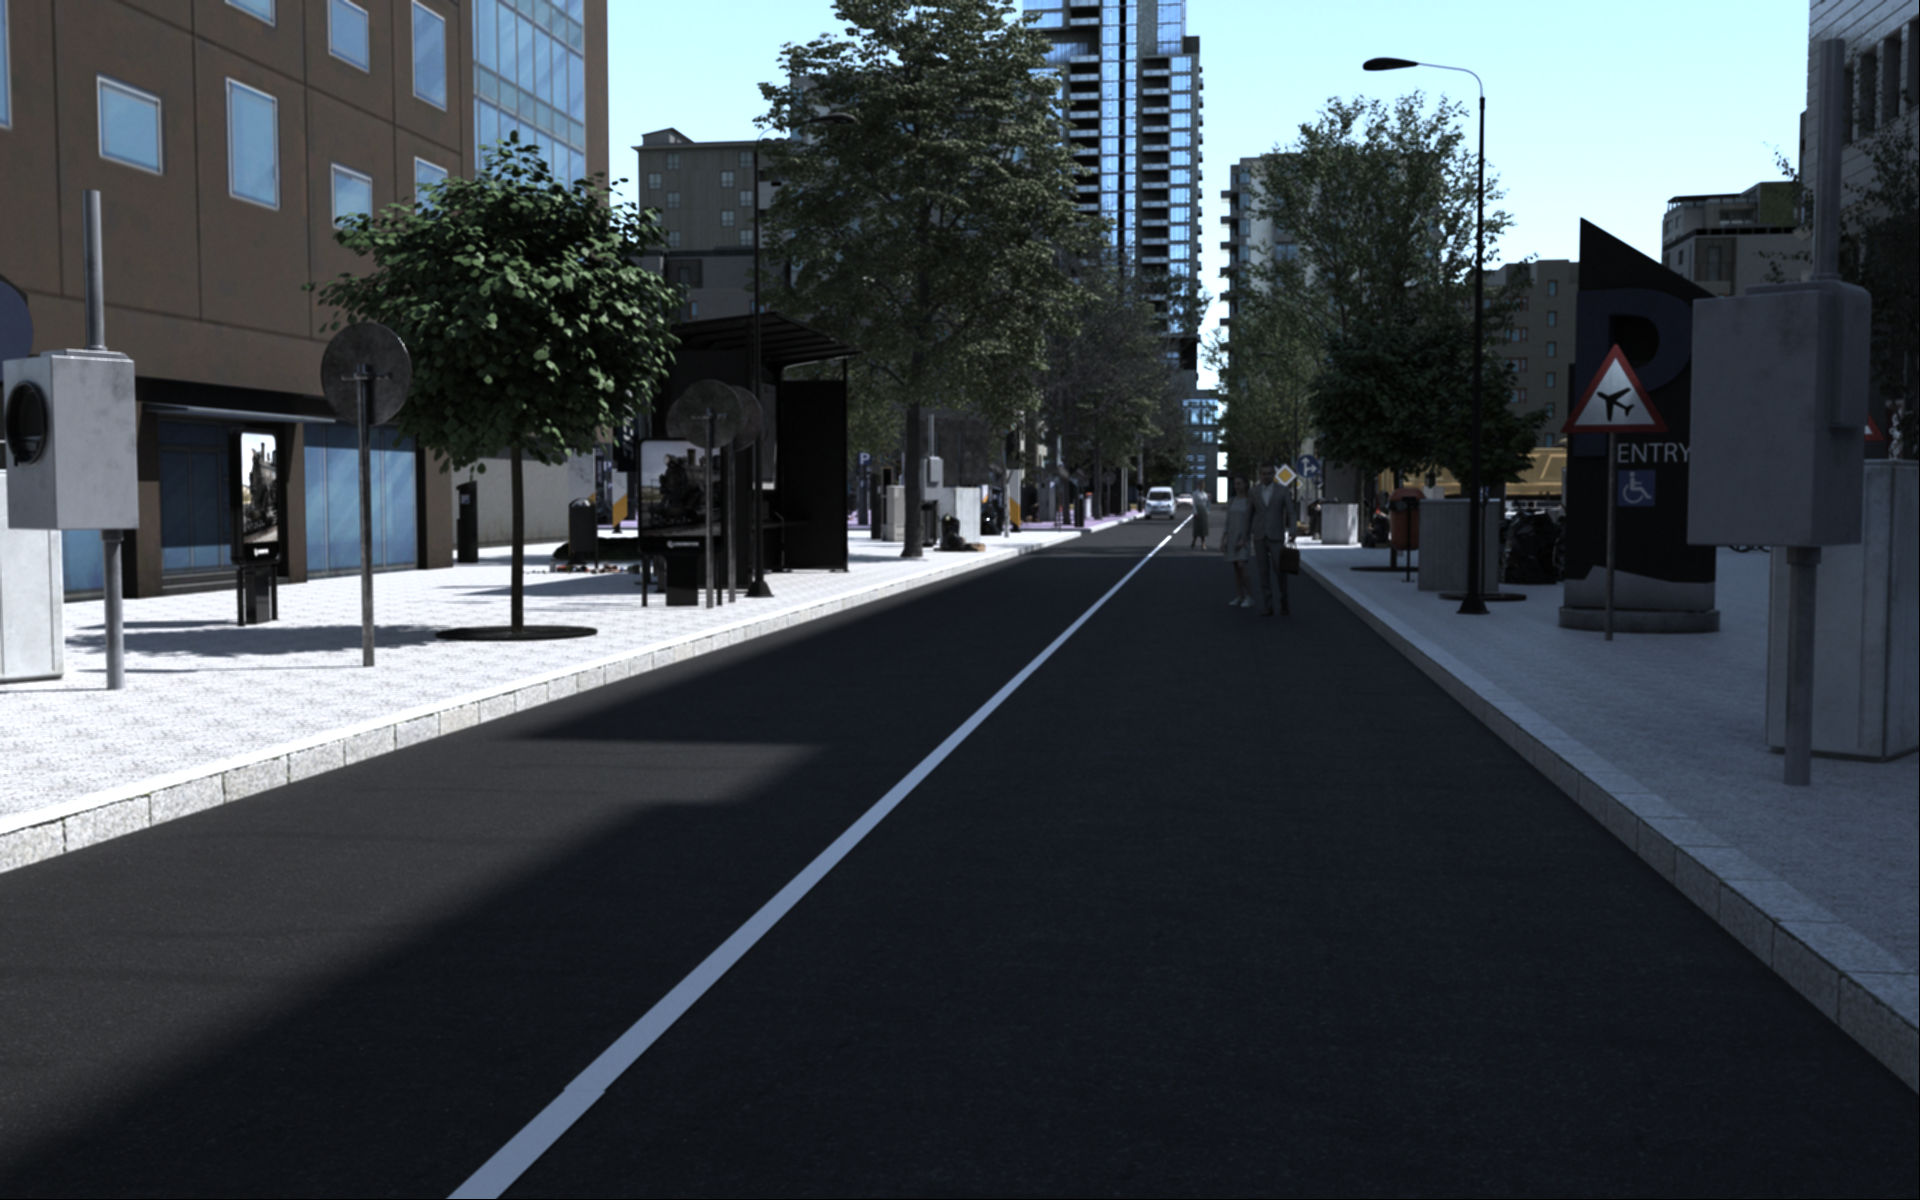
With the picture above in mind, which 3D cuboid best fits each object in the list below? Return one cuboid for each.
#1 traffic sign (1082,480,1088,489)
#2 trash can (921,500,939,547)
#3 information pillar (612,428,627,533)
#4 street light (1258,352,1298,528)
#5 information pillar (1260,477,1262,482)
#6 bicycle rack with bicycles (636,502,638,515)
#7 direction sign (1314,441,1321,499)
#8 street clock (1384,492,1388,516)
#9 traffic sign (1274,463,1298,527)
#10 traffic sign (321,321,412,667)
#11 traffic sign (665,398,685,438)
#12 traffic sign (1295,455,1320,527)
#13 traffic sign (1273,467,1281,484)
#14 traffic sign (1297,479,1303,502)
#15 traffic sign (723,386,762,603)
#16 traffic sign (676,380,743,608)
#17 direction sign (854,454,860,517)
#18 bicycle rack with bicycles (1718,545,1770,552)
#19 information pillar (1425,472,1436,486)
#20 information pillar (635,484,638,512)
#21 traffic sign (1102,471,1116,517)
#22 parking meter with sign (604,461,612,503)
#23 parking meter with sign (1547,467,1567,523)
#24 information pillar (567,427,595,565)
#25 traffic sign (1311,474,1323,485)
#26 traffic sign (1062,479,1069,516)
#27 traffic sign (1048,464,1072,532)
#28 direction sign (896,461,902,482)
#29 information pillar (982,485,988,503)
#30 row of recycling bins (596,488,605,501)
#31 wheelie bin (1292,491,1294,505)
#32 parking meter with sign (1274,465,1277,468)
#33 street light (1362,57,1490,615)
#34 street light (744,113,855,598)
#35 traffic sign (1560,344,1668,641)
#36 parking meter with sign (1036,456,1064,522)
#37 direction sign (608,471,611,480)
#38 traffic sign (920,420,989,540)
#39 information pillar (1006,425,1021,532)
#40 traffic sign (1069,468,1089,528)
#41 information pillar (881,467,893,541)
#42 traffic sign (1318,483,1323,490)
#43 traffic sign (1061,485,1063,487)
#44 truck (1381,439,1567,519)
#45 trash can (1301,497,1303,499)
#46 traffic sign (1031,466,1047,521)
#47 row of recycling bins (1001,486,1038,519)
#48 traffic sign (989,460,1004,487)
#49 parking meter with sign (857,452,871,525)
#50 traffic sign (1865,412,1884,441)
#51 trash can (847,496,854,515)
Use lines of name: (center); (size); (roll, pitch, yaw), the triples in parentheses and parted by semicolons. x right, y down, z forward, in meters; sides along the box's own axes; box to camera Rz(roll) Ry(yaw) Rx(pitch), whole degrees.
traffic sign: (6.651, -5.617, 93.967); (0.606, 2.300, 0.079); (1, 4, 15)
trash can: (-0.873, -1.851, 41.920); (0.748, 1.137, 0.748); (0, 3, 0)
information pillar: (-11.134, -3.988, 56.564); (0.504, 3.616, 0.183); (-1, 4, -14)
street light: (10.462, -5.151, 56.753); (1.470, 5.913, 1.316); (1, 4, 8)
information pillar: (21.399, -7.993, 122.046); (0.504, 3.616, 0.183); (0, 4, -3)
bicycle rack with bicycles: (-17.597, -5.291, 99.893); (2.925, 0.926, 2.852); (3, 5, 45)
direction sign: (15.199, -4.998, 73.722); (0.379, 3.537, 0.876); (2, 4, 29)
street clock: (24.870, -5.894, 100.944); (0.358, 2.002, 0.471); (0, 4, -2)
traffic sign: (10.649, -3.250, 56.775); (0.795, 2.450, 0.064); (1, 4, 8)
traffic sign: (-4.403, -0.777, 12.818); (0.768, 2.556, 0.104); (1, 4, 16)
traffic sign: (-3.381, -1.340, 22.022); (0.768, 2.556, 0.104); (1, 4, 9)
traffic sign: (11.213, -3.415, 55.937); (0.768, 2.556, 0.104); (1, 4, 12)
traffic sign: (11.812, -3.733, 64.675); (0.795, 2.450, 0.064); (1, 4, 8)
traffic sign: (25.496, -7.926, 130.767); (0.795, 2.450, 0.064); (1, 4, 9)
traffic sign: (-2.699, -1.243, 20.432); (0.768, 2.556, 0.104); (1, 4, 16)
traffic sign: (-2.810, -1.179, 19.380); (0.768, 2.556, 0.104); (1, 4, 9)
direction sign: (-5.709, -6.385, 96.399); (0.379, 3.537, 0.876); (-1, 4, -22)
bicycle rack with bicycles: (18.015, -1.543, 38.606); (2.852, 0.926, 2.925); (-3, 5, -44)
information pillar: (15.496, -3.216, 57.079); (0.304, 2.012, 0.304); (0, 4, -2)
information pillar: (-23.543, -7.463, 126.519); (0.304, 2.012, 0.304); (-1, 4, -9)
traffic sign: (8.259, -5.876, 96.171); (0.768, 2.556, 0.104); (1, 4, 13)
parking meter with sign: (-18.231, -5.732, 89.975); (0.543, 3.016, 1.738); (-1, 4, -17)
parking meter with sign: (17.478, -3.234, 49.139); (0.543, 3.016, 1.738); (-2, 4, -32)
information pillar: (-6.848, -2.440, 31.251); (0.504, 3.616, 0.183); (0, 4, -6)
traffic sign: (20.793, -6.161, 100.832); (0.768, 2.556, 0.104); (1, 4, 9)
traffic sign: (6.129, -6.307, 103.223); (0.768, 2.556, 0.104); (1, 4, 12)
traffic sign: (3.336, -3.317, 57.867); (0.795, 2.450, 0.064); (1, 4, 8)
direction sign: (-3.917, -7.725, 118.302); (0.876, 3.537, 0.379); (0, 4, -7)
information pillar: (1.377, -6.441, 96.671); (0.183, 3.616, 0.504); (3, 4, 39)
row of recycling bins: (-23.741, -6.303, 110.168); (3.534, 1.692, 1.069); (1, 4, 19)
wheelie bin: (13.610, -3.973, 72.860); (0.980, 1.594, 0.693); (3, 5, 45)
parking meter with sign: (18.827, -6.577, 103.795); (0.543, 3.016, 1.738); (0, 4, 4)
street light: (4.983, -2.813, 18.532); (1.470, 5.913, 1.316); (1, 4, 8)
street light: (-1.973, -2.986, 21.361); (1.470, 5.913, 1.316); (1, 4, 8)
traffic sign: (5.685, -0.923, 15.101); (0.884, 2.594, 0.081); (1, 4, 13)
parking meter with sign: (4.085, -5.136, 80.240); (0.543, 3.016, 1.738); (-2, 4, -34)
direction sign: (-25.635, -8.245, 126.804); (0.379, 3.537, 0.876); (-1, 4, -23)
traffic sign: (-0.326, -3.290, 47.670); (2.265, 3.308, 0.079); (1, 4, 14)
information pillar: (1.787, -4.076, 57.992); (0.504, 3.616, 0.183); (1, 4, 18)
traffic sign: (4.499, -3.800, 65.768); (0.795, 2.450, 0.064); (1, 4, 8)
information pillar: (-2.012, -2.637, 47.600); (0.304, 2.012, 0.304); (-1, 4, -9)
traffic sign: (22.103, -6.460, 106.812); (0.795, 2.450, 0.064); (1, 4, 14)
traffic sign: (5.579, -5.805, 97.040); (0.606, 2.300, 0.079); (1, 4, 10)
truck: (19.631, -3.896, 59.631); (9.791, 3.379, 3.469); (1, 4, 8)
trash can: (19.794, -5.337, 98.917); (0.748, 1.137, 0.748); (0, 3, 0)
traffic sign: (3.607, -4.842, 79.279); (0.768, 2.556, 0.104); (1, 4, 15)
row of recycling bins: (3.169, -4.769, 85.086); (1.069, 1.692, 3.534); (-3, 5, -41)
traffic sign: (1.191, -3.511, 58.598); (0.795, 2.450, 0.064); (1, 4, 15)
parking meter with sign: (-4.054, -4.664, 72.512); (0.543, 3.016, 1.738); (0, 4, -8)
traffic sign: (8.844, -1.072, 17.536); (0.884, 2.594, 0.081); (1, 4, 16)
trash can: (-6.853, -5.742, 105.530); (0.748, 1.137, 0.748); (0, 3, 0)
